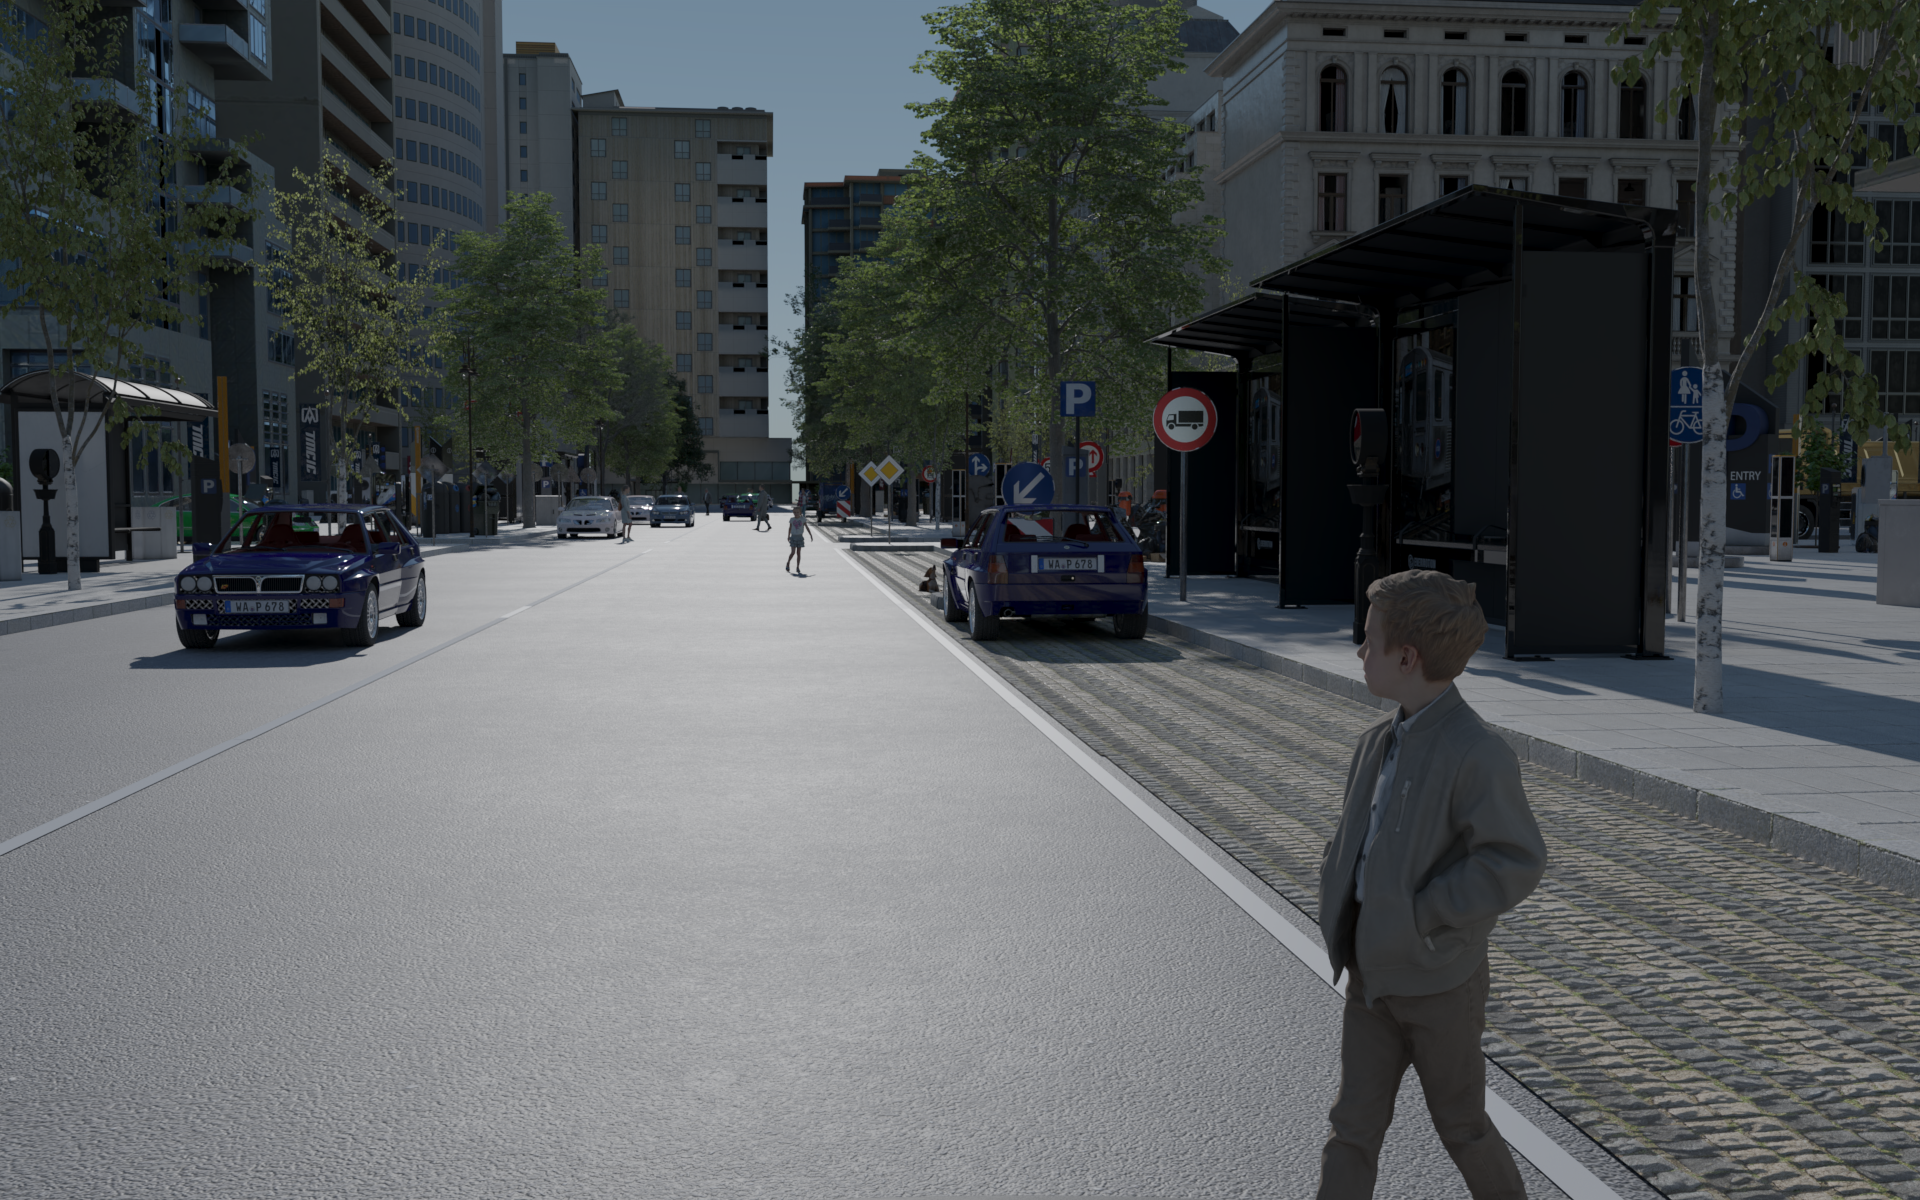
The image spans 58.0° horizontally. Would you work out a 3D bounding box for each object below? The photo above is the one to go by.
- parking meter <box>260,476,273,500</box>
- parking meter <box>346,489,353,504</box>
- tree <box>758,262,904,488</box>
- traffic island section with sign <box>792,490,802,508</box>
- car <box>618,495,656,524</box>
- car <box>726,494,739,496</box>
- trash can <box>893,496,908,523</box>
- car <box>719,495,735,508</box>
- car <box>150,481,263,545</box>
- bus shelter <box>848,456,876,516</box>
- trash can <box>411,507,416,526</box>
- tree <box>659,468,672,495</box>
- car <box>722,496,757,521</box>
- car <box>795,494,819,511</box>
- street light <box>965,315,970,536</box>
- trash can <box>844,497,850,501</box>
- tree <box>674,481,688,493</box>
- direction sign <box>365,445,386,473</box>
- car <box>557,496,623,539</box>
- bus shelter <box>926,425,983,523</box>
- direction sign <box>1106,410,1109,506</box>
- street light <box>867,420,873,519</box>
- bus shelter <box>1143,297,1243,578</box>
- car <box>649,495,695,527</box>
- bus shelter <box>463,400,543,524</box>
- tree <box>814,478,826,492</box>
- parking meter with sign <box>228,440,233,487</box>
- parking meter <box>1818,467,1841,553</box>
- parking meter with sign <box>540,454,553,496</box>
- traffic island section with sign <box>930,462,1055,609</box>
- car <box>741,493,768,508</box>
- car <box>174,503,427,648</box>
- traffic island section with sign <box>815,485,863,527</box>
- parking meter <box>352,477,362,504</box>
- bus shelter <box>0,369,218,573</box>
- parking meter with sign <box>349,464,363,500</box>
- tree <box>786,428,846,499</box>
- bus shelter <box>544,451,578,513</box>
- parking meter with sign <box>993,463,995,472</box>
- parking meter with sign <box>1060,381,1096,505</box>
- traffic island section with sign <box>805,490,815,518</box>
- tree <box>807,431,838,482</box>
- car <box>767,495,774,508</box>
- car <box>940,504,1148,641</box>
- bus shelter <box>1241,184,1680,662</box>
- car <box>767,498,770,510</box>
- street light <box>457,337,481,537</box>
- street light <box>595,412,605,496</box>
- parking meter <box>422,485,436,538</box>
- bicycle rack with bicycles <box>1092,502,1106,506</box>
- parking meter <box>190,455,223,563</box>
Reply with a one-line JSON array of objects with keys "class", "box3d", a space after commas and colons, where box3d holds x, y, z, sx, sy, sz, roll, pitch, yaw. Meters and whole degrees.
[{"class": "parking meter", "box3d": [-22.135, -3.036, 55.344, 0.399, 1.863, 0.255, 3, 5, 40]}, {"class": "parking meter", "box3d": [-27.864, -4.331, 79.215, 0.372, 1.533, 0.369, 0, 3, 0]}, {"class": "tree", "box3d": [-9.957, -17.500, 142.008, 12.611, 20.169, 13.585, 0, 3, 0]}, {"class": "traffic island section with sign", "box3d": [-13.659, -8.856, 153.424, 1.989, 1.847, 2.006, 0, 4, -6]}, {"class": "car", "box3d": [-15.282, -4.288, 82.472, 2.083, 1.381, 4.827, 0, 4, -6]}, {"class": "car", "box3d": [-25.201, -11.179, 191.572, 1.959, 1.807, 4.718, 0, 4, -5]}, {"class": "trash can", "box3d": [-2.461, -4.030, 77.546, 0.748, 1.137, 0.748, 0, 3, 0]}, {"class": "car", "box3d": [-23.599, -10.046, 176.828, 1.945, 1.354, 3.894, 0, 4, -5]}, {"class": "car", "box3d": [-19.363, -2.250, 45.591, 4.718, 1.807, 1.959, 0, 4, -6]}, {"class": "bus shelter", "box3d": [-6.144, -7.061, 106.733, 1.731, 3.624, 6.357, 0, 4, -6]}, {"class": "trash can", "box3d": [-22.075, -3.571, 70.047, 0.748, 1.137, 0.748, 0, 3, 0]}, {"class": "tree", "box3d": [-28.085, -13.221, 166.528, 4.360, 8.622, 3.978, 0, 3, 0]}, {"class": "car", "box3d": [-11.810, -4.921, 93.036, 1.945, 1.354, 3.894, 0, 4, -4]}, {"class": "car", "box3d": [-11.404, -7.380, 130.454, 2.009, 1.686, 4.222, 0, 4, -7]}, {"class": "street light", "box3d": [0.180, -4.343, 43.799, 0.468, 5.910, 1.993, 0, 4, -6]}, {"class": "trash can", "box3d": [-8.117, -6.822, 123.188, 0.748, 1.137, 0.748, 0, 3, 0]}, {"class": "tree", "box3d": [-31.366, -12.233, 194.618, 1.663, 3.219, 1.824, 0, 3, 0]}, {"class": "direction sign", "box3d": [-26.870, -5.364, 79.704, 0.876, 3.537, 0.379, -1, 4, -20]}, {"class": "car", "box3d": [-12.148, -2.744, 57.226, 2.083, 1.381, 4.827, 0, 4, -5]}, {"class": "bus shelter", "box3d": [-0.460, -6.400, 82.265, 2.179, 5.291, 8.768, 0, 4, -6]}, {"class": "direction sign", "box3d": [3.786, -3.206, 44.423, 0.379, 3.537, 0.876, 0, 4, 8]}, {"class": "street light", "box3d": [-4.490, -7.013, 87.444, 0.468, 5.910, 1.993, 0, 4, -6]}, {"class": "bus shelter", "box3d": [3.960, -1.962, 23.359, 1.731, 3.624, 6.357, 0, 4, -6]}, {"class": "car", "box3d": [-12.606, -3.916, 76.027, 2.014, 1.417, 4.499, 0, 4, -5]}, {"class": "bus shelter", "box3d": [-20.150, -6.011, 75.913, 2.179, 5.291, 8.768, 0, 4, -6]}, {"class": "tree", "box3d": [-16.158, -12.675, 201.837, 1.663, 3.219, 1.824, 0, 3, 0]}, {"class": "parking meter with sign", "box3d": [-24.382, -3.642, 55.800, 1.738, 3.016, 0.543, -3, 5, -44]}, {"class": "parking meter", "box3d": [19.002, -1.965, 37.832, 0.255, 1.863, 0.399, -1, 4, -15]}, {"class": "parking meter with sign", "box3d": [-17.944, -4.818, 75.039, 0.543, 3.016, 1.738, -1, 4, -10]}, {"class": "traffic island section with sign", "box3d": [0.651, -0.817, 21.987, 1.989, 1.847, 2.006, 0, 4, -6]}, {"class": "car", "box3d": [-13.054, -6.108, 108.665, 1.959, 1.807, 4.718, 0, 4, -5]}, {"class": "car", "box3d": [-6.519, -0.294, 17.381, 1.945, 1.354, 3.894, 0, 4, -7]}, {"class": "traffic island section with sign", "box3d": [-5.302, -4.165, 76.720, 1.989, 1.847, 2.006, 0, 4, -6]}, {"class": "parking meter", "box3d": [-20.277, -3.217, 58.305, 0.255, 1.863, 0.399, -2, 4, -29]}, {"class": "bus shelter", "box3d": [-14.938, -2.252, 30.744, 2.014, 3.302, 5.546, 0, 4, -6]}, {"class": "parking meter with sign", "box3d": [-34.943, -6.384, 100.634, 0.543, 3.016, 1.738, -3, 5, -42]}, {"class": "tree", "box3d": [-15.900, -15.879, 194.027, 8.767, 10.594, 7.601, 1, 4, 22]}, {"class": "bus shelter", "box3d": [-20.486, -6.619, 85.858, 2.179, 5.291, 8.768, 0, 4, -6]}, {"class": "parking meter with sign", "box3d": [2.736, -6.100, 95.988, 1.738, 3.016, 0.543, -1, 4, -17]}, {"class": "parking meter with sign", "box3d": [1.866, -1.920, 27.645, 0.543, 3.016, 1.738, 0, 4, 3]}, {"class": "traffic island section with sign", "box3d": [-8.289, -5.832, 103.987, 1.989, 1.847, 2.006, 0, 4, -6]}, {"class": "tree", "box3d": [-13.475, -13.823, 176.373, 4.360, 8.622, 3.978, 0, 3, 0]}, {"class": "car", "box3d": [-20.492, -10.291, 180.611, 2.083, 1.381, 4.827, 0, 4, -5]}, {"class": "car", "box3d": [0.810, -0.346, 18.237, 1.945, 1.354, 3.894, 0, 4, -6]}, {"class": "bus shelter", "box3d": [4.399, -1.533, 16.340, 1.731, 3.624, 6.357, 0, 4, -6]}, {"class": "car", "box3d": [-18.108, -8.785, 155.638, 2.014, 1.417, 4.499, 0, 4, -5]}, {"class": "street light", "box3d": [-14.447, -4.790, 51.101, 0.468, 5.910, 1.993, 0, 4, -6]}, {"class": "street light", "box3d": [-18.533, -7.132, 89.398, 0.468, 5.910, 1.993, 0, 4, -6]}, {"class": "parking meter", "box3d": [-15.576, -2.593, 50.808, 0.372, 1.533, 0.369, 0, 3, 0]}, {"class": "bicycle rack with bicycles", "box3d": [5.870, -4.121, 80.763, 2.925, 0.926, 2.852, 1, 4, 9]}, {"class": "parking meter", "box3d": [-11.376, -1.252, 26.178, 0.399, 1.863, 0.255, -3, 5, -42]}]
